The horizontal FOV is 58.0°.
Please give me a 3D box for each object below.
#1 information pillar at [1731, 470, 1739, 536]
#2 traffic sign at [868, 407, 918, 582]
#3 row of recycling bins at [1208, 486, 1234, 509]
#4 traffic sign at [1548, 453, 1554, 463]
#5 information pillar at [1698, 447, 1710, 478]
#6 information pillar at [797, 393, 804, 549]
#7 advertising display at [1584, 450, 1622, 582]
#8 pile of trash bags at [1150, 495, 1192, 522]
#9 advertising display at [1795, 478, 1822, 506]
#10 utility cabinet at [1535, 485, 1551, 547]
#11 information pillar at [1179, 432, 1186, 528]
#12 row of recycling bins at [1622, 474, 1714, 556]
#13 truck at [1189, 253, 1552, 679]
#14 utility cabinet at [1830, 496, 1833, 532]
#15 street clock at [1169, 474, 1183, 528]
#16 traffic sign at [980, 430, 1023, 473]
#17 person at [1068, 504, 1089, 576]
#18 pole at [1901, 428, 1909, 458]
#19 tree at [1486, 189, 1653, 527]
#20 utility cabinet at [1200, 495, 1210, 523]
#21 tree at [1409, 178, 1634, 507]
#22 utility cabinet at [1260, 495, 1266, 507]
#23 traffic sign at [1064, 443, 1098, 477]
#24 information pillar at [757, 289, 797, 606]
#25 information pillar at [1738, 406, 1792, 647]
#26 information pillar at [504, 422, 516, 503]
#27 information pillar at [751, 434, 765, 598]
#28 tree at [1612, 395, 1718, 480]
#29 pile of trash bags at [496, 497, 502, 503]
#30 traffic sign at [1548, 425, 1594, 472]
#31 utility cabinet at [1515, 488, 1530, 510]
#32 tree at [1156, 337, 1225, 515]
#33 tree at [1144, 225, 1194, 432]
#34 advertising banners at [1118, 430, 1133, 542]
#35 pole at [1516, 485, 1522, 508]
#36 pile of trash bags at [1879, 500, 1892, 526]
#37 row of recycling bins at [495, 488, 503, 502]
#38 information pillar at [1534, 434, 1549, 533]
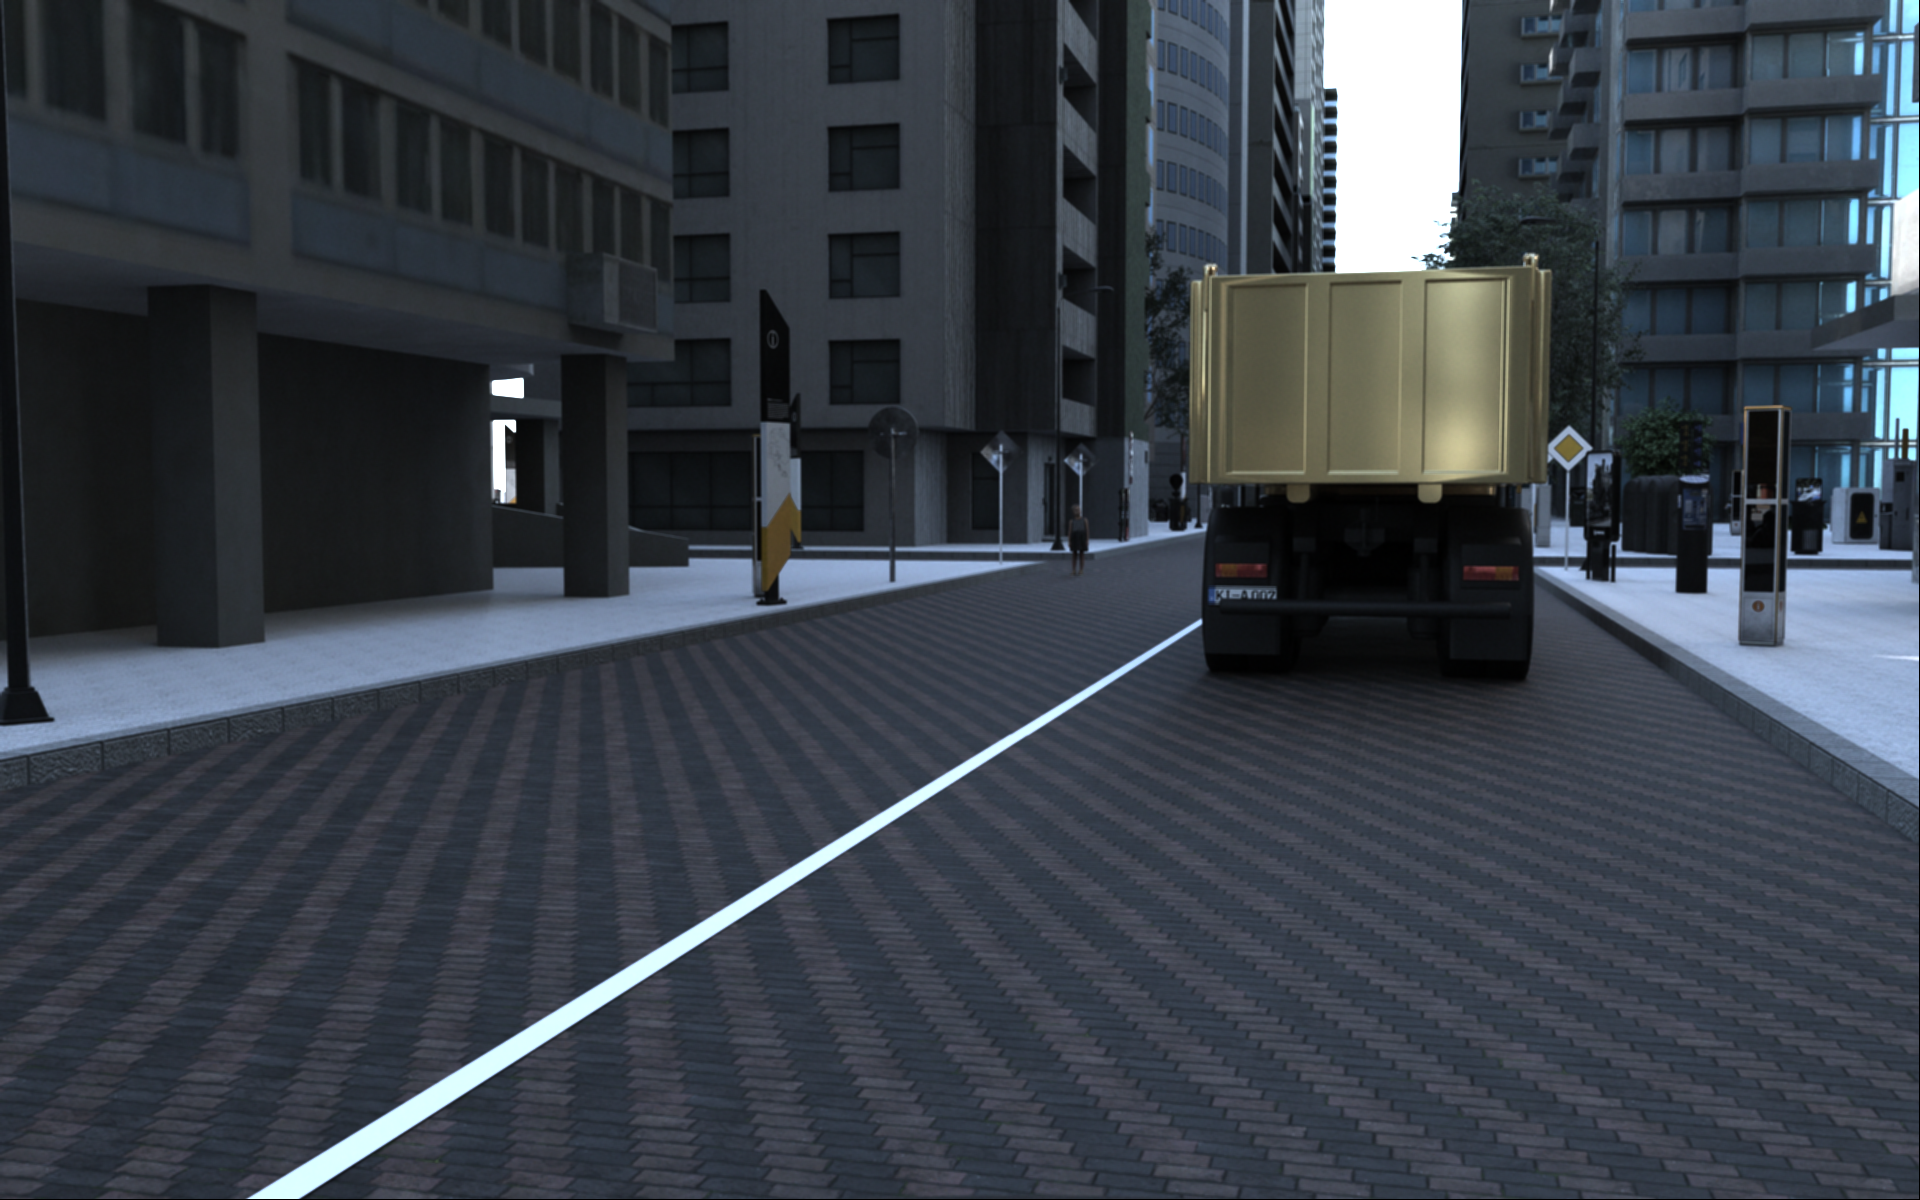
[{"bbox_3d":[24.081,-3.003,53.586,0.304,2.012,0.304,3,5,43],"label":"information pillar"},{"bbox_3d":[-0.988,-1.538,25.244,0.768,2.556,0.104,1,4,15],"label":"traffic sign"},{"bbox_3d":[12.722,-4.756,84.881,1.069,1.692,3.534,0,4,1],"label":"row of recycling bins"},{"bbox_3d":[12.206,-2.116,36.793,0.795,2.593,0.064,1,4,14],"label":"traffic sign"},{"bbox_3d":[31.336,-4.999,73.095,0.504,3.616,0.183,1,4,14],"label":"information pillar"},{"bbox_3d":[-3.833,-2.989,40.227,0.183,3.616,0.504,-2,4,-31],"label":"information pillar"},{"bbox_3d":[9.475,-1.245,25.570,0.123,1.923,0.974,0,4,-4],"label":"advertising display"},{"bbox_3d":[9.118,-4.318,80.344,3.447,1.369,1.912,1,4,18],"label":"pile of trash bags"},{"bbox_3d":[34.479,-3.986,70.378,0.974,1.923,0.123,1,4,11],"label":"advertising display"},{"bbox_3d":[14.191,-2.049,42.185,0.318,1.500,1.173,1,4,16],"label":"utility cabinet"},{"bbox_3d":[8.514,-4.573,66.116,0.183,3.616,0.504,1,4,20],"label":"information pillar"},{"bbox_3d":[15.304,-1.866,37.626,1.069,1.692,3.534,0,4,2],"label":"row of recycling bins"},{"bbox_3d":[4.132,-1.302,17.214,3.469,3.379,9.791,1,4,14],"label":"truck"},{"bbox_3d":[30.252,-2.940,59.235,1.020,1.237,0.306,-2,4,-23],"label":"utility cabinet"},{"bbox_3d":[7.799,-3.542,62.483,0.471,2.002,0.358,1,4,14],"label":"street clock"},{"bbox_3d":[0.734,-1.793,31.512,0.795,2.593,0.064,1,4,14],"label":"traffic sign"},{"bbox_3d":[2.082,-1.054,30.400,0.362,1.253,0.373,1,4,15],"label":"person"},{"bbox_3d":[29.322,-3.667,53.801,0.158,3.312,0.155,0,3,0],"label":"pole"},{"bbox_3d":[14.681,-5.656,42.842,4.360,8.622,3.978,0,3,0],"label":"tree"},{"bbox_3d":[10.715,-3.983,76.277,0.306,1.237,1.020,2,4,24],"label":"utility cabinet"},{"bbox_3d":[22.393,-10.038,70.769,9.857,13.997,8.962,0,3,0],"label":"tree"},{"bbox_3d":[15.417,-4.735,88.581,0.306,1.237,1.020,1,4,20],"label":"utility cabinet"},{"bbox_3d":[2.725,-2.266,39.246,0.795,2.593,0.064,1,4,14],"label":"traffic sign"},{"bbox_3d":[-2.145,-1.756,20.070,0.183,3.616,0.504,2,4,29],"label":"information pillar"},{"bbox_3d":[6.819,-0.623,14.673,0.304,2.012,0.304,3,4,38],"label":"information pillar"},{"bbox_3d":[-14.718,-4.003,56.809,0.504,3.616,0.183,-3,4,-39],"label":"information pillar"},{"bbox_3d":[-2.422,-1.041,21.509,0.304,2.012,0.304,-1,4,-12],"label":"information pillar"},{"bbox_3d":[23.363,-4.514,57.516,4.285,4.588,4.351,0,3,0],"label":"tree"},{"bbox_3d":[-21.034,-4.086,76.563,1.912,1.369,3.447,-1,4,-14],"label":"pile of trash bags"},{"bbox_3d":[10.215,-1.643,29.059,0.795,2.593,0.064,1,4,14],"label":"traffic sign"},{"bbox_3d":[21.889,-3.526,66.328,1.173,1.500,0.318,1,4,12],"label":"utility cabinet"},{"bbox_3d":[11.424,-7.913,79.740,4.360,8.622,3.978,0,3,0],"label":"tree"},{"bbox_3d":[5.947,-7.526,57.466,8.767,10.594,7.601,1,4,19],"label":"tree"},{"bbox_3d":[4.519,-3.108,47.001,0.090,3.025,2.074,1,4,15],"label":"advertising banners"},{"bbox_3d":[19.245,-4.022,59.606,0.158,3.312,0.155,0,3,0],"label":"pole"},{"bbox_3d":[37.649,-3.642,69.304,3.447,1.369,1.912,0,4,-2],"label":"pile of trash bags"},{"bbox_3d":[-30.659,-6.463,112.777,1.069,1.692,3.534,0,4,3],"label":"row of recycling bins"},{"bbox_3d":[18.930,-3.984,56.499,0.504,3.616,0.183,0,4,5],"label":"information pillar"}]
